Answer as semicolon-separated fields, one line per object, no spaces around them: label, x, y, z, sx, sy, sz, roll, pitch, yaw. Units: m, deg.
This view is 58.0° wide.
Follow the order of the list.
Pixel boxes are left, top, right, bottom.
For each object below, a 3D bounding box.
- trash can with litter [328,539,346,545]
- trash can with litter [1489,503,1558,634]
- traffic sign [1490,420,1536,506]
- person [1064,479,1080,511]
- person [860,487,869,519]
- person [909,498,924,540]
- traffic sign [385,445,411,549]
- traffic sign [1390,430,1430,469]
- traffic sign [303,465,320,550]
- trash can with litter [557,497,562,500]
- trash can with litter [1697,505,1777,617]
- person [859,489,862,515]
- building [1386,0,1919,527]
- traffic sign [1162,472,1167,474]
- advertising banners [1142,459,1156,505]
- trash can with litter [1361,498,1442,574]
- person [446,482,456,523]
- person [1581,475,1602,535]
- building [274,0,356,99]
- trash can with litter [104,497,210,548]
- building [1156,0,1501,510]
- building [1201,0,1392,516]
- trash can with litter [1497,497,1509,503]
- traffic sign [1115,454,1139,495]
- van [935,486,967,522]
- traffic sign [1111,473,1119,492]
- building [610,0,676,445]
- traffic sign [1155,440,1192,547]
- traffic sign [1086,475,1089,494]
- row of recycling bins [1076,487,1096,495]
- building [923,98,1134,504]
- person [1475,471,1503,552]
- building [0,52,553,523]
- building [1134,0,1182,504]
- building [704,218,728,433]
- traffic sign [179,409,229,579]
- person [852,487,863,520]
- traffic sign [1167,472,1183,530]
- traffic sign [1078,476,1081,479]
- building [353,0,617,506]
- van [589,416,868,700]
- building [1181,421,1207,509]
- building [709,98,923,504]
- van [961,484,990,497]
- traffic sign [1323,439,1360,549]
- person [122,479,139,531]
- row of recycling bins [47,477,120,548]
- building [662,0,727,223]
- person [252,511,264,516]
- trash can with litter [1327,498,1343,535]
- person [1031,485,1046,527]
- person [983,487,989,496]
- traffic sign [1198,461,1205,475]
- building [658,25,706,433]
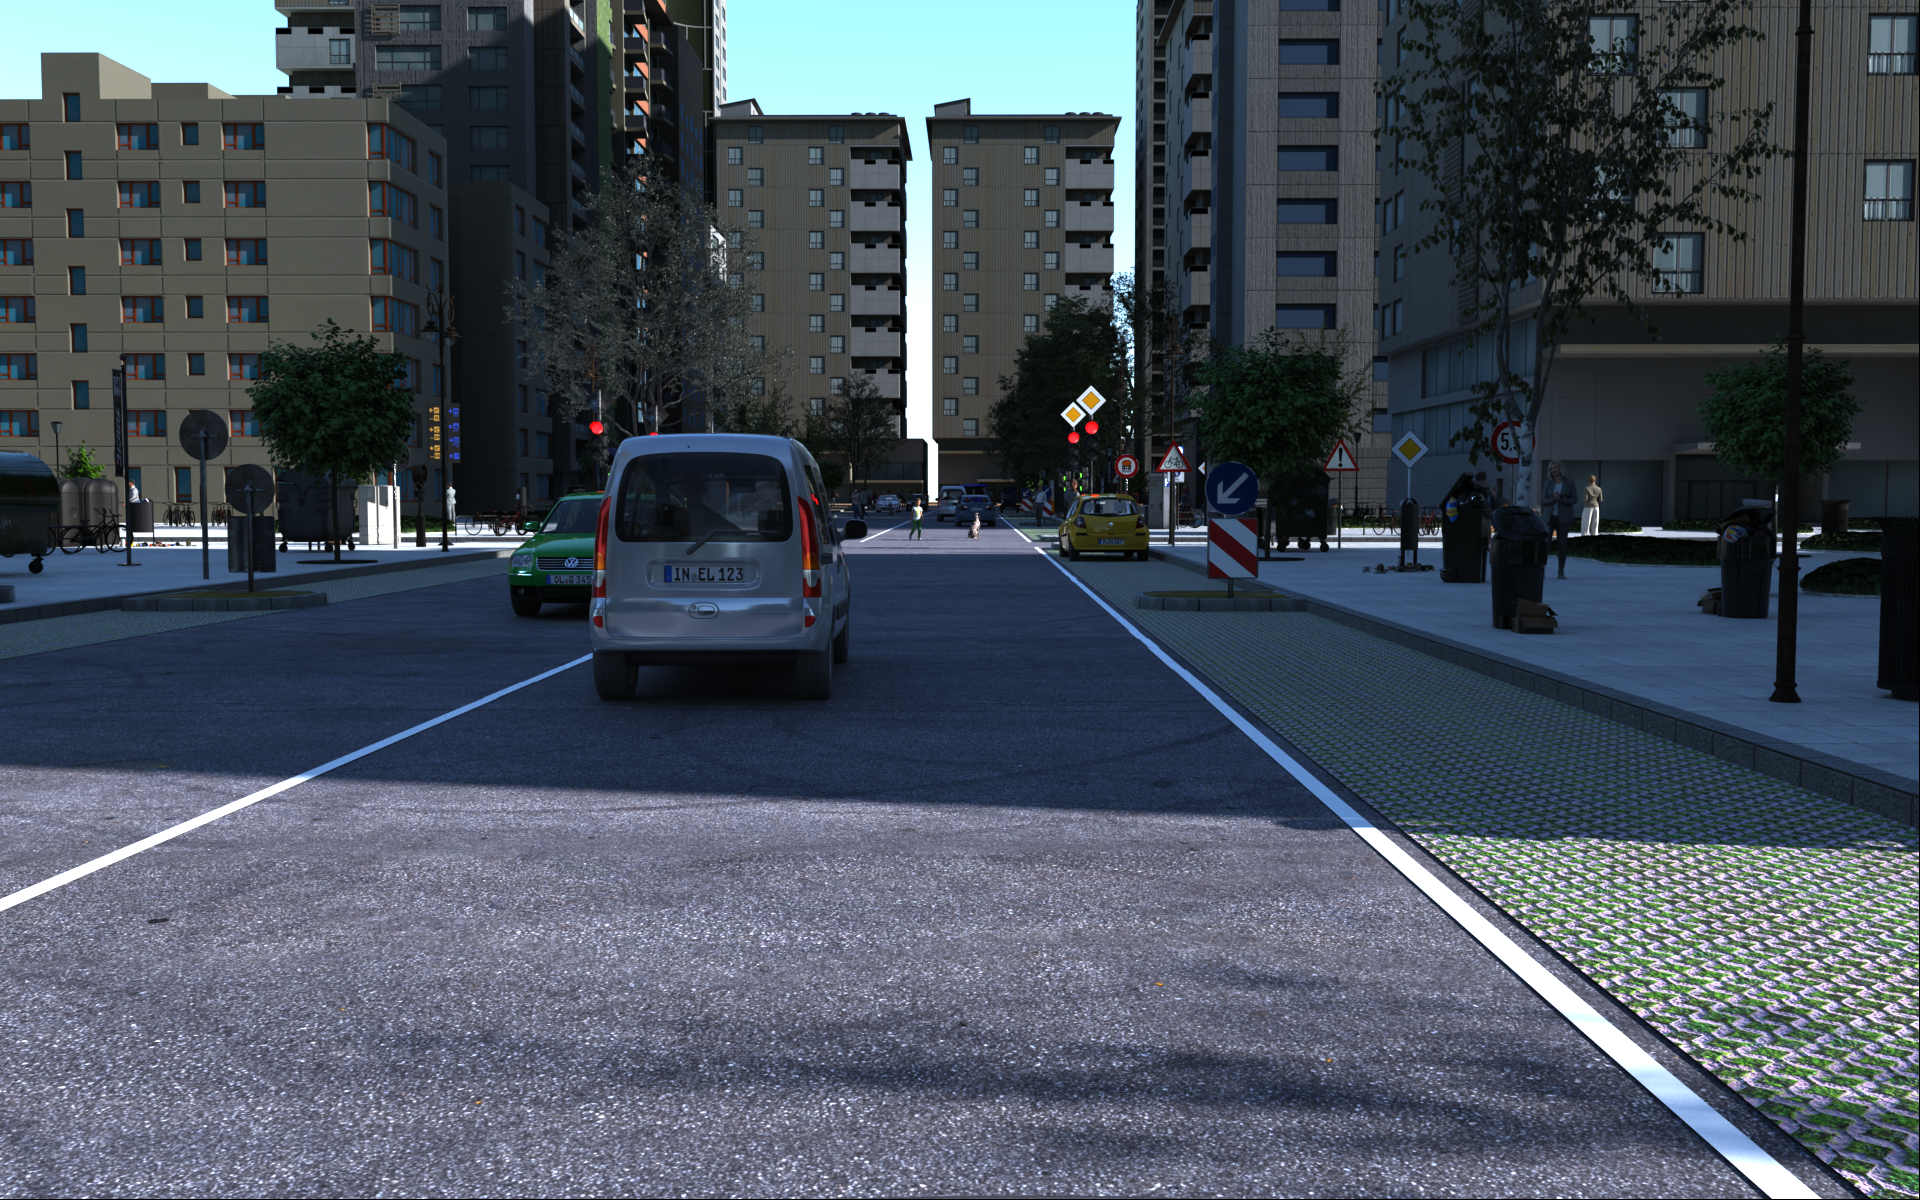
trash can with litter;-15.672;-1.972;43.635;0.624;1.170;1.055;-1;4;-16
trash can with litter;5.371;-0.300;16.290;0.624;1.170;1.055;0;4;-1
traffic sign;9.462;-1.811;29.712;0.768;2.556;0.104;0;4;5
person;2.780;-2.026;41.906;0.520;1.790;0.573;2;4;27
person;-5.442;-5.537;98.879;0.795;1.843;0.661;2;4;29
person;-1.357;-2.503;53.676;0.306;1.304;0.590;-3;4;-38
traffic sign;-13.248;-2.475;40.577;0.768;2.556;0.104;0;4;3
traffic sign;9.228;-2.188;35.502;0.795;2.593;0.064;0;4;3
traffic sign;-14.718;-2.427;39.688;0.884;2.594;0.081;1;4;10
trash can with litter;-14.817;-3.335;65.915;1.055;1.170;0.624;1;4;13
trash can with litter;8.108;-0.419;18.233;0.624;1.170;1.055;0;4;-4
person;-6.467;-6.274;111.636;0.362;1.759;0.519;0;4;-5
building;35.060;-29.872;77.651;27.495;52.752;28.713;0;4;0
traffic sign;10.588;-5.390;88.230;0.768;2.556;0.104;0;4;5
advertising banners;9.583;-5.598;87.713;0.090;3.025;2.074;-1;4;-11
trash can with litter;7.227;-1.089;28.864;1.678;1.210;2.233;3;4;38
person;-21.995;-4.180;74.566;0.466;1.800;0.511;1;4;12
person;15.886;-2.266;43.633;0.519;1.759;0.362;0;4;-6
building;-52.854;-35.852;175.414;27.495;52.752;28.713;0;4;0
trash can with litter;-19.596;-1.914;42.349;2.233;1.210;1.678;-1;4;-15
building;35.447;-35.817;174.849;28.713;52.752;27.495;0;4;0
building;27.027;-34.902;112.647;21.231;58.520;28.212;0;4;0
trash can with litter;17.601;-2.784;56.910;1.055;1.170;0.624;-2;4;-33
traffic sign;5.299;-3.366;55.136;0.768;2.556;0.104;0;4;6
van;-0.323;-5.139;91.029;2.013;2.044;4.112;0;4;2
traffic sign;8.449;-5.665;92.629;0.884;2.594;0.081;0;4;7
building;-35.715;-29.812;142.058;22.147;44.769;28.867;0;4;0
traffic sign;5.163;-2.561;41.872;0.884;2.594;0.081;0;4;5
traffic sign;6.505;-5.321;89.130;0.606;2.300;0.079;0;4;8
row of recycling bins;6.993;-5.457;96.329;1.069;1.692;3.534;0;4;-4
building;9.402;-39.741;238.997;27.495;52.752;28.713;0;4;0
person;11.600;-1.940;38.127;0.716;1.782;0.532;2;4;25
building;-38.705;-15.014;90.525;27.650;21.520;28.899;0;4;0
building;34.790;-48.706;234.597;20.611;71.187;20.563;0;4;0
building;-32.001;-25.124;182.484;14.107;30.474;14.160;0;4;0
traffic sign;-11.394;-1.590;26.101;0.768;2.556;0.104;0;4;5
person;-4.703;-4.315;79.643;0.643;1.750;0.593;0;4;1
traffic sign;7.696;-3.658;61.936;0.606;2.300;0.079;0;4;7
traffic sign;7.822;-6.875;112.410;0.884;2.594;0.081;0;4;3
building;-32.219;-26.649;119.310;14.154;41.232;14.086;0;4;0
van;-1.742;-0.393;13.445;2.013;2.044;4.112;0;4;-1
building;31.833;-50.876;144.497;22.319;86.520;31.000;0;4;0
building;-18.555;-39.754;239.209;27.495;52.752;28.713;0;4;0
van;0.853;-6.485;110.420;2.240;2.365;5.245;0;4;-1
traffic sign;8.865;-2.471;40.408;0.884;2.594;0.081;1;4;9
person;-28.271;-3.241;59.305;0.850;1.792;0.678;-2;4;-26
row of recycling bins;-21.888;-2.170;42.590;1.069;1.692;3.534;0;4;6
building;-42.917;-48.654;233.752;20.611;71.187;20.563;0;4;0
person;-25.717;-3.502;63.482;0.473;1.802;0.592;2;4;34
trash can with litter;11.333;-2.594;53.802;1.055;1.170;0.624;-2;4;-34
person;3.429;-4.094;75.540;0.679;1.850;0.850;1;4;12
person;1.248;-4.819;87.385;0.767;1.812;0.694;0;4;-4
traffic sign;8.856;-3.779;61.514;0.795;2.593;0.064;1;4;10
building;-32.165;-31.425;163.908;14.600;45.320;14.200;0;4;0
